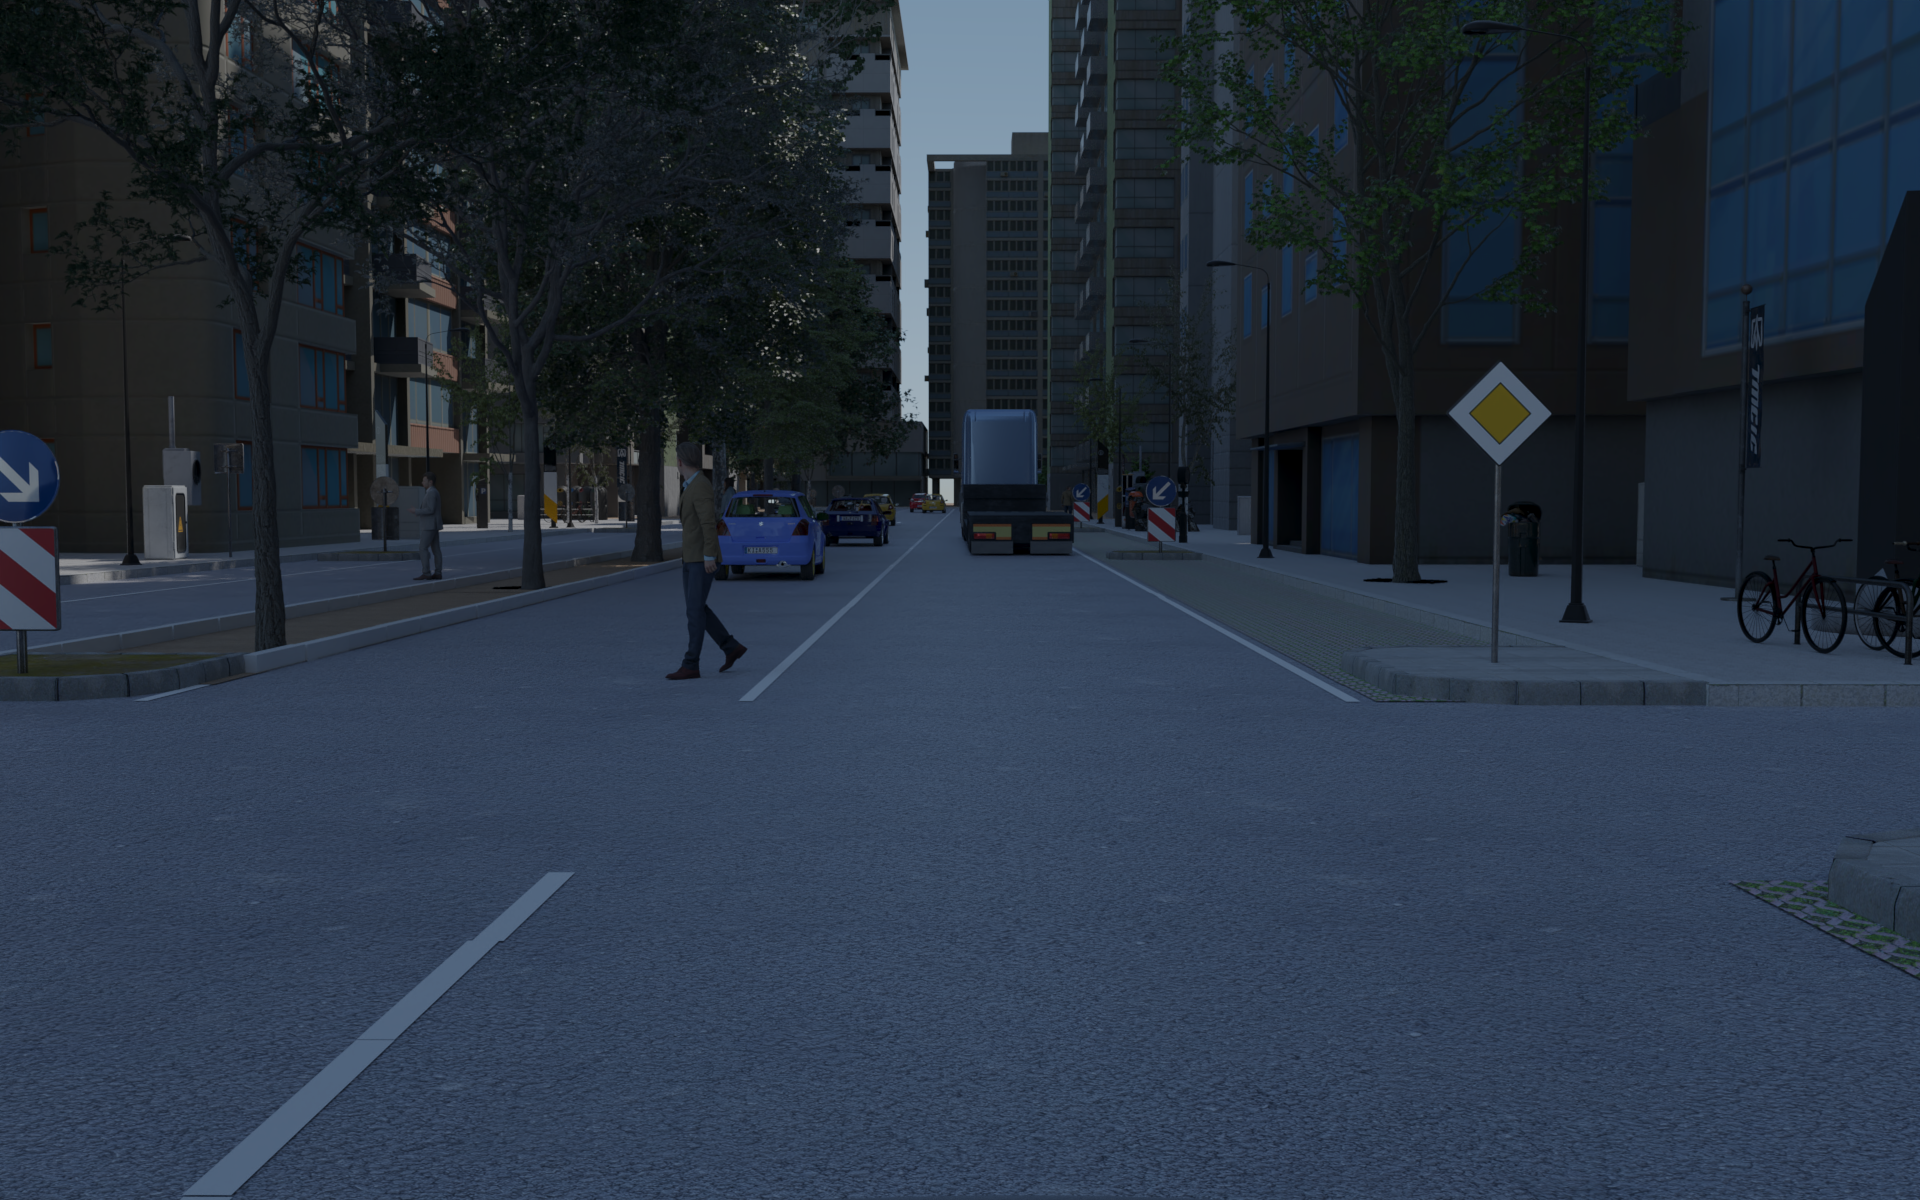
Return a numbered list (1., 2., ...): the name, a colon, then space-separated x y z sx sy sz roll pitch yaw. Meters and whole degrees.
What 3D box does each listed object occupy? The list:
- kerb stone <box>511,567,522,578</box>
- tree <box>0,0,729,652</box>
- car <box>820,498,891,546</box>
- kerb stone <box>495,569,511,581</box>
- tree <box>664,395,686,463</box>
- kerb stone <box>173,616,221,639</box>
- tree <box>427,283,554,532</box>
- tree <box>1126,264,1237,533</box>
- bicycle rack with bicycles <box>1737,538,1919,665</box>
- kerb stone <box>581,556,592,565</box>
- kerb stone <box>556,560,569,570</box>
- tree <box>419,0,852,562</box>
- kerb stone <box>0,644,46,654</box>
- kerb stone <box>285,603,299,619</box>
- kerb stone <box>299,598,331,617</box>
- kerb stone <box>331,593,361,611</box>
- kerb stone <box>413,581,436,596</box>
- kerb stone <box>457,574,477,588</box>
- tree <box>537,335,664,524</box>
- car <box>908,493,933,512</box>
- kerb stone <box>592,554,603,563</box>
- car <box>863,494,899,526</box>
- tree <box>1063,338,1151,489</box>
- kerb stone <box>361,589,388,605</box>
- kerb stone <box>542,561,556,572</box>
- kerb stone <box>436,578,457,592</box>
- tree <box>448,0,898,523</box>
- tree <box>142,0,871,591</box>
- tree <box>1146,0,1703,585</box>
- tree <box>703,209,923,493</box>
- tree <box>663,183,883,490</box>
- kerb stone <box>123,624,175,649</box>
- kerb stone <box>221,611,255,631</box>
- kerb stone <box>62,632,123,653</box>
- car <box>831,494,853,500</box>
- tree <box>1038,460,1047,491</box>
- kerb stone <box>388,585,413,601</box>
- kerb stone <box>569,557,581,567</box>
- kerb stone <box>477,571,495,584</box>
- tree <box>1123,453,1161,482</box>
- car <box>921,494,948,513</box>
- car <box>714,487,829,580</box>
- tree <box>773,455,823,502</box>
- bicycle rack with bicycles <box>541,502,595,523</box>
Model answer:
1. kerb stone: -7.658 -0.461 29.727 0.120 0.150 1.000 0 4 0
2. tree: -6.159 -4.814 15.575 8.767 10.594 7.601 0 4 0
3. car: -2.934 -2.213 48.767 1.945 1.354 3.894 0 4 1
4. kerb stone: -7.670 -0.397 28.693 0.120 0.150 1.000 0 4 0
5. tree: -15.733 -8.371 87.226 4.360 8.622 3.978 0 3 0
6. kerb stone: -7.735 0.293 17.412 0.120 0.150 1.000 0 4 0
7. tree: -15.426 -6.607 58.390 4.737 8.622 4.395 0 3 0
8. tree: 7.577 -6.468 56.110 4.360 8.622 3.978 0 3 0
9. bicycle rack with bicycles: 7.881 -0.020 13.704 2.852 0.926 2.925 0 4 2
10. kerb stone: -7.630 -0.775 34.873 0.120 0.150 1.000 0 4 0
11. kerb stone: -7.642 -0.649 32.814 0.120 0.150 1.000 0 4 0
12. tree: -6.630 -7.784 36.374 9.857 13.997 8.962 0 3 0
13. kerb stone: -7.752 0.482 14.322 0.120 0.150 1.000 0 4 0
14. kerb stone: -7.716 0.169 19.466 0.120 0.150 1.000 0 4 0
15. kerb stone: -7.717 0.104 20.490 0.120 0.150 1.000 0 4 0
16. kerb stone: -7.709 0.042 21.512 0.120 0.150 1.000 0 4 0
17. kerb stone: -7.691 -0.146 24.581 0.120 0.150 1.000 0 4 0
18. kerb stone: -7.672 -0.272 26.643 0.120 0.150 1.000 0 4 0
19. tree: -16.012 -7.636 75.211 4.360 8.622 3.978 0 3 0
20. car: -3.018 -7.786 136.348 2.155 1.783 4.494 0 4 0
21. kerb stone: -7.621 -0.839 35.914 0.120 0.150 1.000 0 4 0
22. car: -3.794 -4.224 79.290 2.015 1.641 3.980 0 4 -1
23. tree: 6.966 -8.104 82.858 4.737 8.622 4.395 0 3 0
24. kerb stone: -7.700 -0.019 22.534 0.120 0.150 1.000 0 4 0
25. kerb stone: -7.650 -0.586 31.782 0.120 0.150 1.000 0 4 0
26. kerb stone: -7.681 -0.209 25.610 0.120 0.150 1.000 0 4 0
27. tree: -7.762 -11.569 47.505 12.611 20.169 13.585 0 3 0
28. tree: -6.357 -6.884 25.374 12.009 13.543 11.850 0 3 0
29. tree: 6.306 -6.059 24.823 9.928 11.665 9.643 0 3 0
30. tree: -6.321 -8.992 66.485 9.611 12.733 9.660 0 3 0
31. tree: -6.488 -8.396 57.858 7.486 12.596 7.792 0 3 0
32. kerb stone: -7.738 0.359 16.376 0.120 0.150 1.000 0 4 0
33. kerb stone: -7.722 0.230 18.441 0.120 0.150 1.000 0 4 0
34. kerb stone: -7.751 0.419 15.350 0.120 0.150 1.000 0 4 0
35. car: -9.253 -7.857 138.253 2.009 1.686 4.222 0 3 0
36. tree: 7.883 -11.144 165.923 4.285 4.588 4.351 0 3 0
37. kerb stone: -7.697 -0.083 23.559 0.120 0.150 1.000 0 4 0
38. kerb stone: -7.632 -0.707 33.852 0.120 0.150 1.000 0 4 0
39. kerb stone: -7.674 -0.331 27.671 0.120 0.150 1.000 0 4 0
40. tree: 7.854 -4.893 74.596 1.663 3.219 1.824 0 3 0
41. car: -1.935 -7.337 130.184 2.015 1.641 3.980 0 4 2
42. car: -3.264 -1.251 30.047 1.945 1.707 3.694 0 4 -1
43. tree: -6.567 -7.472 74.993 4.360 8.622 3.978 0 3 0
44. bicycle rack with bicycles: -17.562 -3.949 77.953 2.852 0.926 2.925 2 4 35
